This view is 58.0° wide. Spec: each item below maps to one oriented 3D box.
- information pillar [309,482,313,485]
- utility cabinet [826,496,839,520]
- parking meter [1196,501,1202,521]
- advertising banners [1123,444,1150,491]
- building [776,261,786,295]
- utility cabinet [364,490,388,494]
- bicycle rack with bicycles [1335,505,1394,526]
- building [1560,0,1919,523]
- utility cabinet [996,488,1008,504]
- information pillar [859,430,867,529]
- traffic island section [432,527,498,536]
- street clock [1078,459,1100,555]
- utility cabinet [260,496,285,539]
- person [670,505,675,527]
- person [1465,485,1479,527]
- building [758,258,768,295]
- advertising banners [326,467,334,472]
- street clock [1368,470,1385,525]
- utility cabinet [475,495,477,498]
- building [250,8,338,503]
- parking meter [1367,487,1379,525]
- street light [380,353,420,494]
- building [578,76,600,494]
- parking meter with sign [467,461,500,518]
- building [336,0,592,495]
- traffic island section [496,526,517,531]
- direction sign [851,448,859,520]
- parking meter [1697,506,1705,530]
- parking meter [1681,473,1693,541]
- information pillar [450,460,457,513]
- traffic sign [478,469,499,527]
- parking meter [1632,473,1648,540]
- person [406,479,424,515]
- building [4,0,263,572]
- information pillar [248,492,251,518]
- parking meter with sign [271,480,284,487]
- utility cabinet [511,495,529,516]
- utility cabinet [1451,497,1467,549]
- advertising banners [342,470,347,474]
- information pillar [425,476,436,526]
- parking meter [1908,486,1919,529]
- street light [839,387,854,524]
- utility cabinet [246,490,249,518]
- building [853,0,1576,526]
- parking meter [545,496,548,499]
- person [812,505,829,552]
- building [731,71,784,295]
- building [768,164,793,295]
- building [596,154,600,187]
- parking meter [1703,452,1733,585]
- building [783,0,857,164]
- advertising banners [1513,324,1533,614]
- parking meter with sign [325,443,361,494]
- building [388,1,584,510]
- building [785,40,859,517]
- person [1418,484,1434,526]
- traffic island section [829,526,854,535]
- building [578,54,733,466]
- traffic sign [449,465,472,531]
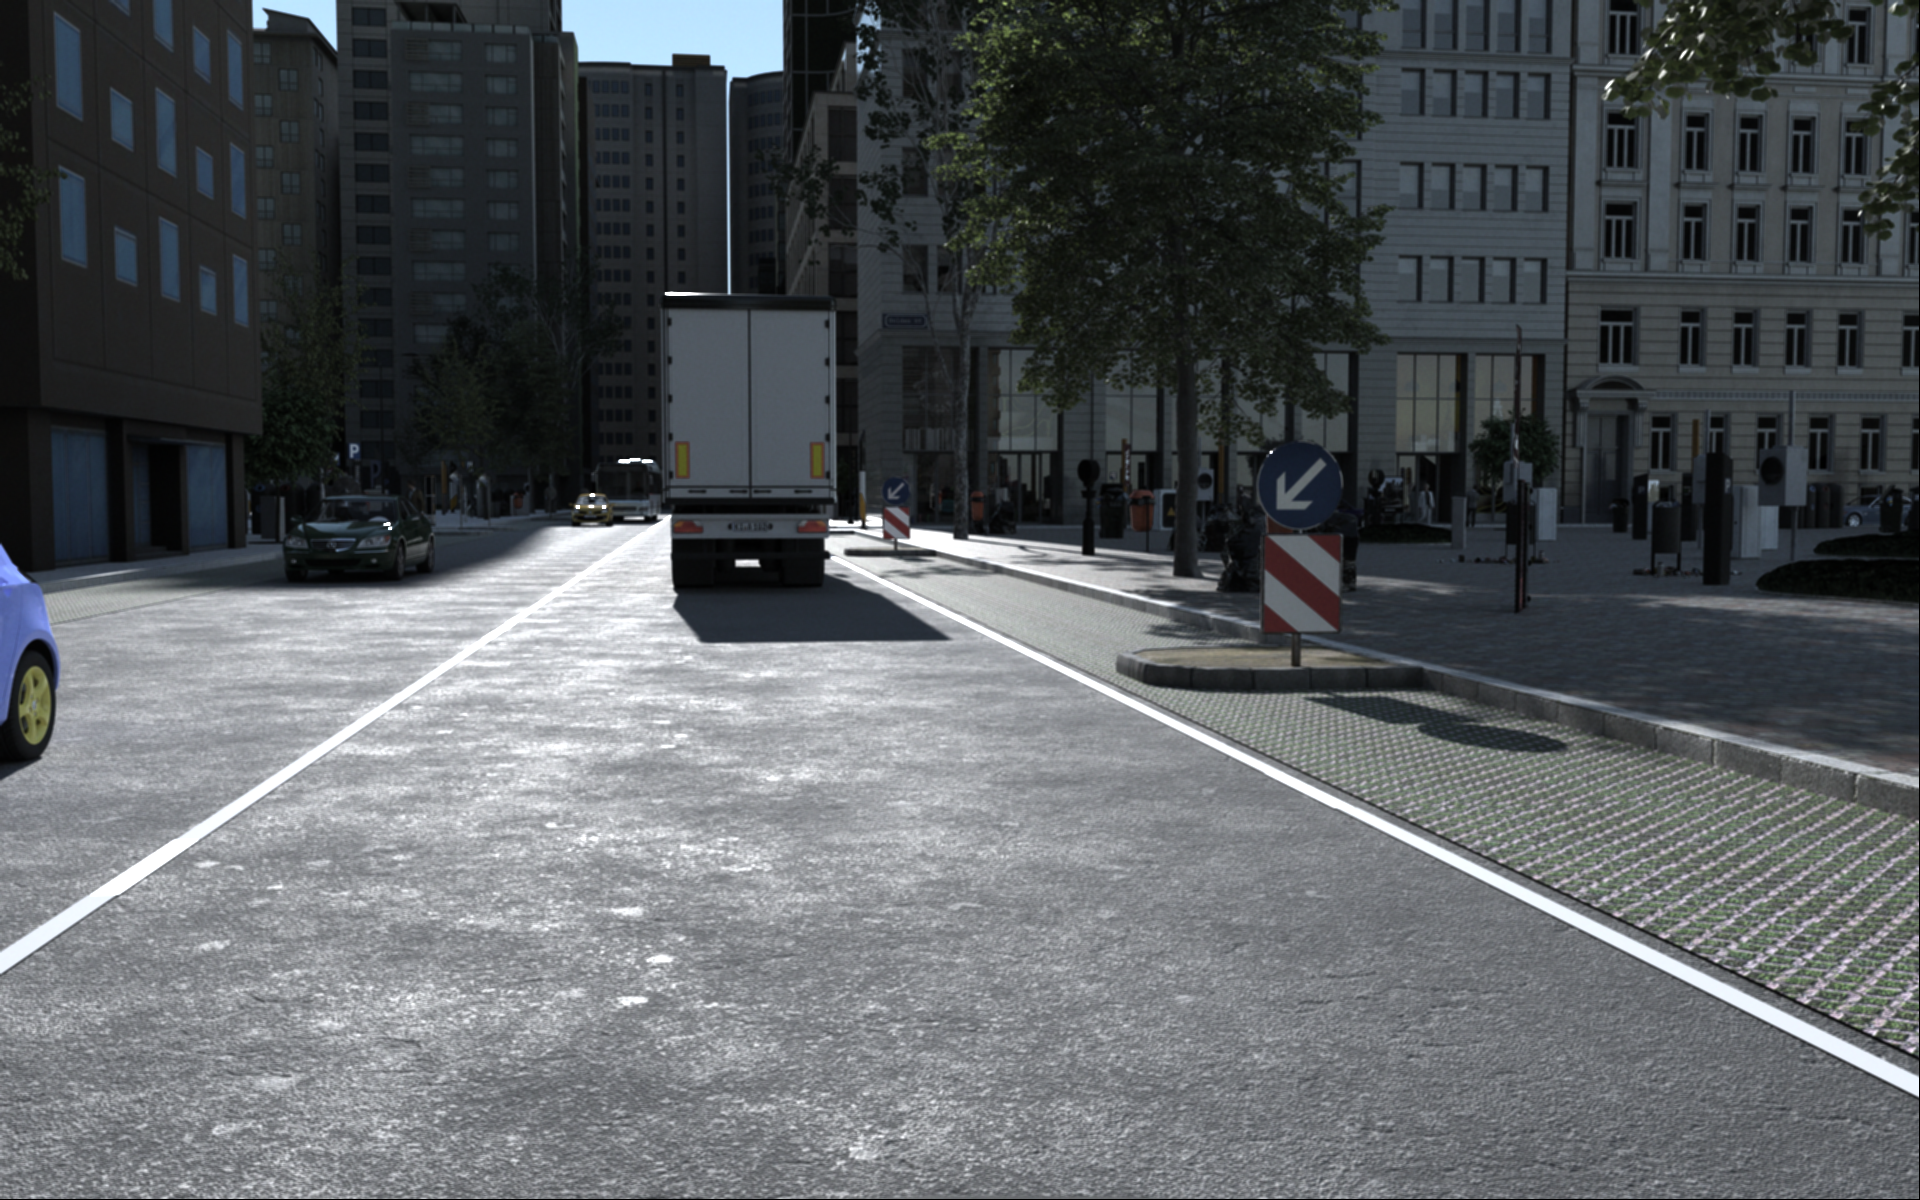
[{"bbox_3d":[-38.449,-6.018,102.894,0.304,2.012,0.304,0,4,-5],"label":"information pillar"},{"bbox_3d":[-6.469,-4.684,87.739,0.306,1.237,1.020,-2,4,-27],"label":"utility cabinet"},{"bbox_3d":[8.829,-3.562,63.951,0.255,1.863,0.399,0,4,-7],"label":"parking meter"},{"bbox_3d":[6.244,-3.972,61.122,0.090,3.025,2.074,2,4,34],"label":"advertising banners"},{"bbox_3d":[-8.061,-18.852,137.901,12.332,23.373,15.834,-1,4,-8],"label":"building"},{"bbox_3d":[-29.722,-4.859,88.129,1.173,1.500,0.318,1,4,13],"label":"utility cabinet"},{"bbox_3d":[12.835,-2.666,56.978,2.852,0.926,2.925,3,5,41],"label":"bicycle rack with bicycles"},{"bbox_3d":[35.060,-18.132,82.366,20.117,28.700,13.634,-1,4,-8],"label":"building"},{"bbox_3d":[1.444,-3.173,60.558,0.318,1.500,1.173,0,4,7],"label":"utility cabinet"},{"bbox_3d":[-3.541,-4.380,62.961,0.183,3.616,0.504,1,4,13],"label":"information pillar"},{"bbox_3d":[-17.428,-2.336,60.473,2.009,0.180,2.903,-1,4,-8],"label":"traffic island section"},{"bbox_3d":[2.695,-1.941,36.306,0.358,2.002,0.471,-2,4,-35],"label":"street clock"},{"bbox_3d":[-19.780,-2.367,49.863,1.020,1.237,0.306,3,5,45],"label":"utility cabinet"},{"bbox_3d":[-12.392,-4.108,75.894,0.641,1.798,0.478,-1,4,-14],"label":"person"},{"bbox_3d":[20.029,-3.618,67.832,0.592,1.802,0.473,1,4,20],"label":"person"},{"bbox_3d":[-17.836,-27.011,213.334,14.160,30.474,14.107,-1,4,-8],"label":"building"},{"bbox_3d":[-41.381,-7.071,111.795,2.074,3.025,0.090,0,4,6],"label":"advertising banners"},{"bbox_3d":[12.323,-2.857,51.284,0.358,2.002,0.471,-2,4,-26],"label":"street clock"},{"bbox_3d":[-35.599,-7.208,129.019,1.020,1.237,0.306,-2,4,-33],"label":"utility cabinet"},{"bbox_3d":[-83.486,-37.124,196.215,27.495,52.752,28.713,-1,4,-8],"label":"building"},{"bbox_3d":[14.361,-3.170,60.245,0.372,1.533,0.369,0,3,0],"label":"parking meter"},{"bbox_3d":[-18.424,-5.160,56.912,1.470,5.913,1.316,-1,4,-8],"label":"street light"},{"bbox_3d":[-45.538,-32.530,181.970,14.600,45.320,14.200,-1,4,-8],"label":"building"},{"bbox_3d":[-25.557,-5.919,93.035,0.543,3.016,1.738,3,5,39],"label":"parking meter with sign"},{"bbox_3d":[-45.969,-44.361,163.555,20.563,71.187,20.611,-1,4,-8],"label":"building"},{"bbox_3d":[-18.597,-2.819,68.373,2.009,0.180,2.903,-1,4,-8],"label":"traffic island section"},{"bbox_3d":[-5.125,-5.715,85.443,0.379,3.537,0.876,2,4,27],"label":"direction sign"},{"bbox_3d":[26.501,-3.264,61.773,0.372,1.533,0.369,0,3,0],"label":"parking meter"},{"bbox_3d":[19.805,-2.538,47.202,0.255,1.863,0.399,1,4,22],"label":"parking meter"},{"bbox_3d":[-34.627,-7.769,118.369,0.183,3.616,0.504,3,5,39],"label":"information pillar"},{"bbox_3d":[-18.575,-3.955,68.314,0.795,2.450,0.064,-1,4,-8],"label":"traffic sign"},{"bbox_3d":[19.186,-2.641,48.897,0.399,1.863,0.255,1,4,10],"label":"parking meter"},{"bbox_3d":[-15.032,-2.396,47.589,0.656,1.842,0.836,-1,4,-10],"label":"person"},{"bbox_3d":[-22.634,-23.395,32.622,14.600,45.320,14.200,-1,4,-8],"label":"building"},{"bbox_3d":[-39.071,-6.321,94.705,0.504,3.616,0.183,-1,4,-16],"label":"information pillar"},{"bbox_3d":[-35.614,-5.757,90.393,0.543,3.016,1.738,3,5,40],"label":"parking meter with sign"},{"bbox_3d":[-25.837,-5.536,101.672,1.020,1.237,0.306,-2,4,-28],"label":"utility cabinet"},{"bbox_3d":[11.742,-1.809,40.736,0.306,1.237,1.020,1,4,19],"label":"utility cabinet"},{"bbox_3d":[-44.874,-7.889,125.178,0.090,3.025,2.074,0,4,-3],"label":"advertising banners"},{"bbox_3d":[-21.230,-3.972,69.434,0.304,2.012,0.304,0,4,5],"label":"information pillar"},{"bbox_3d":[27.083,-2.487,49.069,0.372,1.533,0.369,0,3,0],"label":"parking meter"},{"bbox_3d":[-5.203,-6.187,73.694,1.470,5.913,1.316,-1,4,-8],"label":"street light"},{"bbox_3d":[-38.596,-5.142,92.744,1.173,1.500,0.318,2,4,30],"label":"utility cabinet"},{"bbox_3d":[10.601,-18.326,77.118,29.804,29.767,11.434,-1,4,-8],"label":"building"},{"bbox_3d":[-29.869,-7.157,125.426,0.372,1.533,0.369,0,3,0],"label":"parking meter"},{"bbox_3d":[-3.575,-2.064,42.347,0.635,1.810,0.391,2,4,26],"label":"person"},{"bbox_3d":[-17.299,-42.605,238.596,28.212,58.520,21.231,-1,4,-8],"label":"building"},{"bbox_3d":[-9.489,-23.451,155.126,14.160,30.474,14.107,-1,4,-8],"label":"building"},{"bbox_3d":[-55.641,-33.586,203.754,28.867,44.769,22.147,-1,4,-8],"label":"building"},{"bbox_3d":[10.739,-1.151,24.534,0.399,1.863,0.255,-3,5,-45],"label":"parking meter"},{"bbox_3d":[-8.962,-44.858,171.677,20.563,71.187,20.611,-1,4,-8],"label":"building"},{"bbox_3d":[6.121,-1.387,18.866,0.090,3.025,2.074,1,4,23],"label":"advertising banners"},{"bbox_3d":[-21.419,-3.870,59.542,1.738,3.016,0.543,2,4,28],"label":"parking meter with sign"},{"bbox_3d":[-39.993,-28.395,147.847,14.154,41.232,14.086,-1,4,-8],"label":"building"},{"bbox_3d":[-0.906,-18.883,113.248,19.350,26.468,34.151,-1,4,-8],"label":"building"},{"bbox_3d":[18.398,-3.677,68.499,0.514,1.842,0.818,-2,4,-26],"label":"person"},{"bbox_3d":[-4.921,-2.448,62.314,2.009,0.180,2.903,-1,4,-8],"label":"traffic island section"},{"bbox_3d":[-45.647,-42.344,234.329,28.212,58.520,21.231,-1,4,-8],"label":"building"},{"bbox_3d":[-17.405,-3.472,60.415,0.795,2.450,0.064,-1,4,-8],"label":"traffic sign"}]
